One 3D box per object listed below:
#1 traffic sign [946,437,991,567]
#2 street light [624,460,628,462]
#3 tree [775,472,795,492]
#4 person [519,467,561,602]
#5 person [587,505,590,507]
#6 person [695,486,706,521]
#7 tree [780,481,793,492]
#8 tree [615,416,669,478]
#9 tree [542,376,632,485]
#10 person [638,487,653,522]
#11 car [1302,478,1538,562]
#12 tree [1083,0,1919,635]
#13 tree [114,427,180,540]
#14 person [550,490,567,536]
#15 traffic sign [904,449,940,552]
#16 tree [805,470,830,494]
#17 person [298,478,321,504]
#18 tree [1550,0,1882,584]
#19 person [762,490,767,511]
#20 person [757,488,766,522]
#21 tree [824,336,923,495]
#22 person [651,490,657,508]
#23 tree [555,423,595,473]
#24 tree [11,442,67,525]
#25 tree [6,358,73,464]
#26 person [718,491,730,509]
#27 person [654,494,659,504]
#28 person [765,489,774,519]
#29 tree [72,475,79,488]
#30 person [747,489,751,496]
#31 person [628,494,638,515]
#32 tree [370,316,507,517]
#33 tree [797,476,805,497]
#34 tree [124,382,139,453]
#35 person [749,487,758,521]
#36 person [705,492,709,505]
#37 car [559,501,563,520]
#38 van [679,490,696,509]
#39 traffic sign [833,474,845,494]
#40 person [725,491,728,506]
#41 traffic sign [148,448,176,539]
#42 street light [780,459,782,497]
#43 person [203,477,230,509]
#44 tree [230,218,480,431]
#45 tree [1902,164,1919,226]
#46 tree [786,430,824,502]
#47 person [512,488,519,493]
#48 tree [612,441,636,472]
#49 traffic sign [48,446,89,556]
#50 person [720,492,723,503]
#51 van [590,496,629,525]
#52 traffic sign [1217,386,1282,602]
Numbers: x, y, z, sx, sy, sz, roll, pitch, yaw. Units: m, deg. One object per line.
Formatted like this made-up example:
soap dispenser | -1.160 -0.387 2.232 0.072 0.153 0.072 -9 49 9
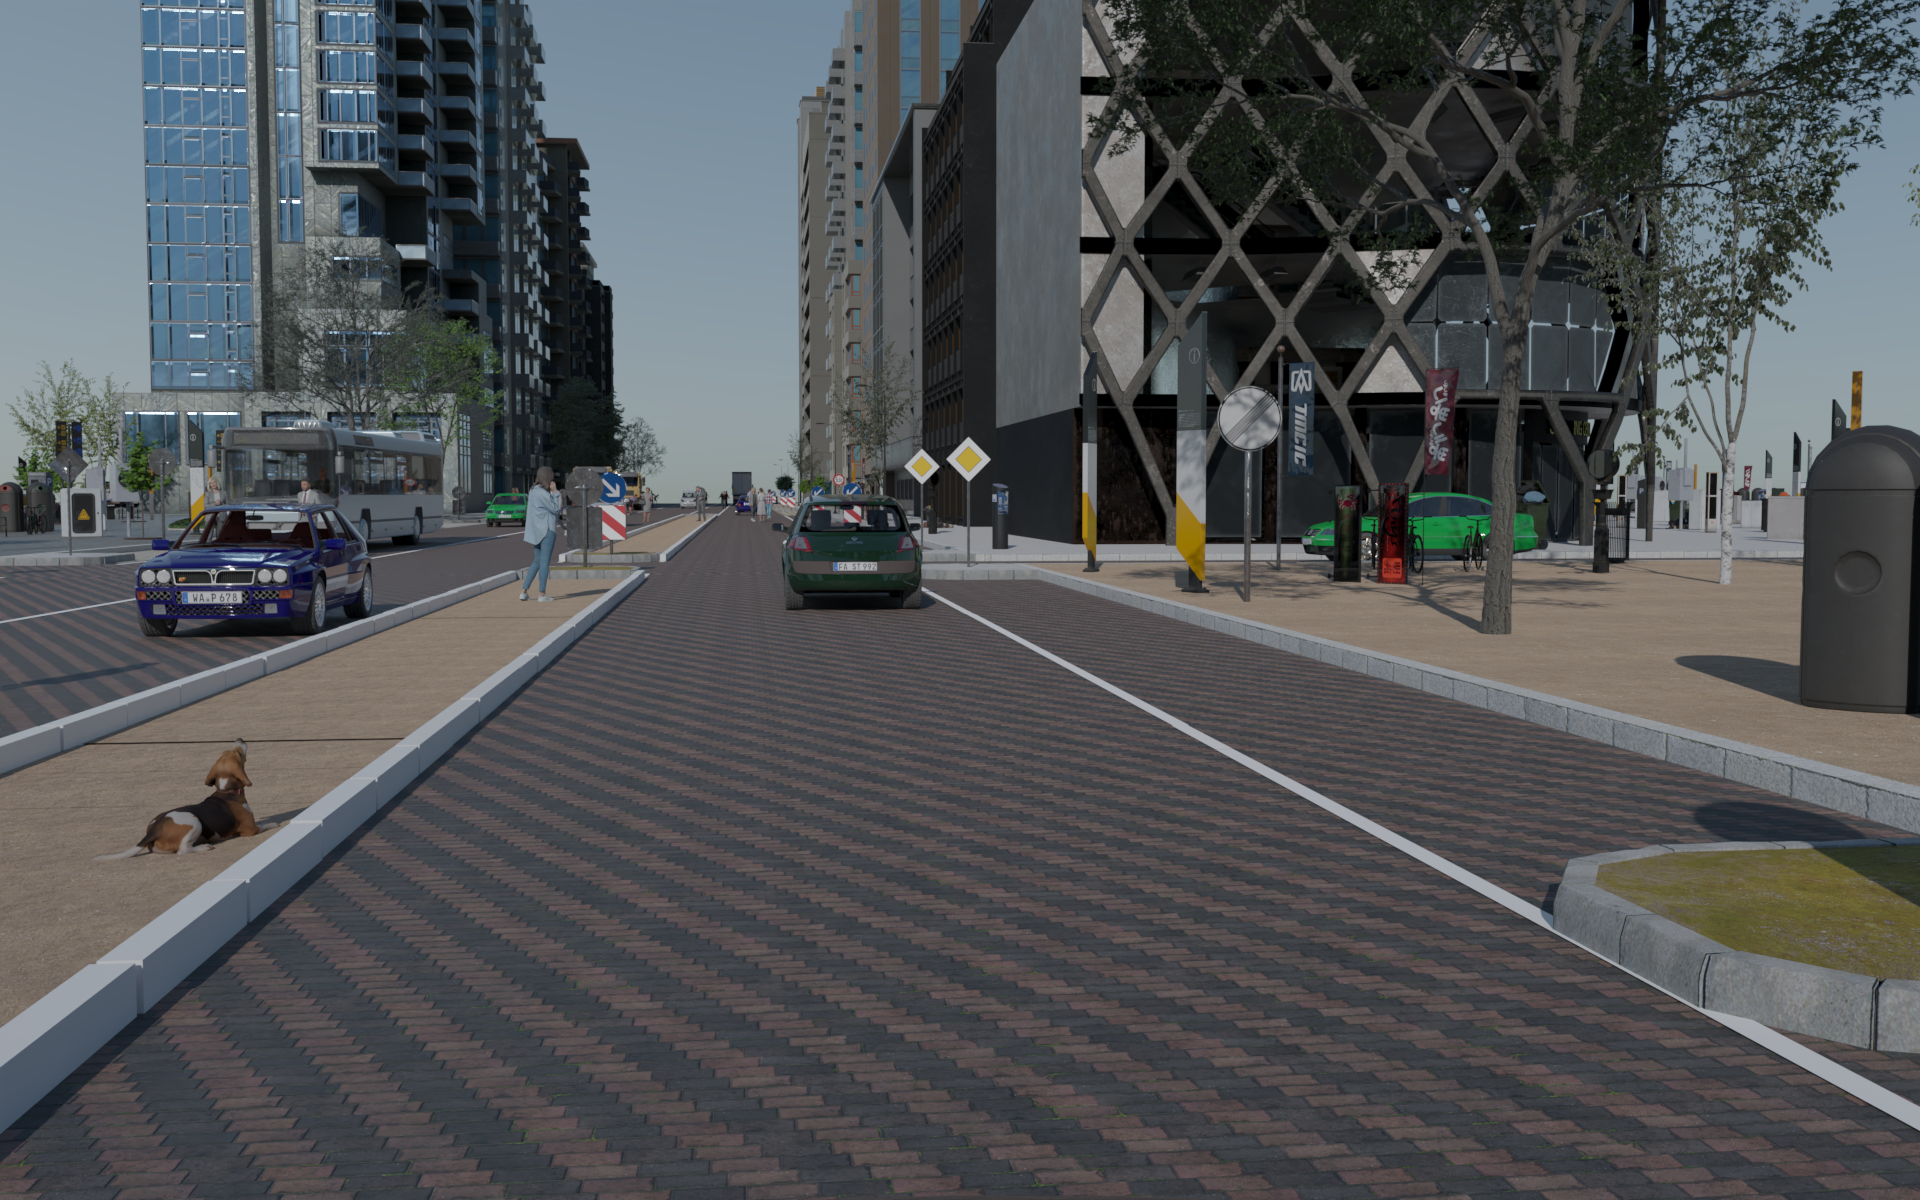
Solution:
traffic sign | 0.147 -1.632 30.333 0.795 2.450 0.064 0 4 -7
street light | -44.645 -15.946 233.251 1.470 5.913 1.316 0 4 -7
tree | -26.458 -17.038 262.286 4.285 4.588 4.351 0 3 0
person | -5.579 -0.869 22.969 0.793 1.790 0.793 1 4 20
person | -15.707 -3.926 72.706 0.654 1.822 0.581 0 4 -7
person | -13.521 -5.010 90.217 0.655 1.846 0.447 1 4 20
tree | -25.385 -15.712 251.489 1.663 3.219 1.824 0 3 0
tree | -50.177 -21.890 268.273 12.009 13.543 11.850 0 3 0
tree | -39.838 -17.017 184.877 9.857 13.997 8.962 0 3 0
person | -15.984 -4.842 88.029 0.716 1.782 0.532 0 4 -6
car | 9.380 -1.634 35.513 4.718 1.807 1.959 0 4 -7
tree | 4.759 -4.948 15.310 8.767 10.594 7.601 2 4 25
tree | -23.128 -3.312 48.759 1.663 3.219 1.824 0 3 0
person | -13.868 -3.129 59.501 0.661 1.843 0.795 3 5 44
traffic sign | -0.843 -2.117 38.257 0.795 2.450 0.064 0 4 -7
tree | -11.145 -8.819 138.791 1.663 3.219 1.824 0 3 0
person | -14.268 -1.785 37.953 0.678 1.792 0.850 1 4 13
tree | 10.855 -4.546 24.687 4.360 8.622 3.978 0 3 0
person | -16.236 -8.255 143.914 0.683 1.767 0.568 -2 4 -31
person | -10.095 -4.821 87.889 0.480 1.755 0.524 -2 4 -32
tree | -3.858 -7.909 79.667 4.360 8.622 3.978 0 3 0
person | -32.385 -10.600 181.890 1.350 1.814 0.705 -1 4 -14
tree | -38.955 -13.810 176.147 4.360 8.622 3.978 0 3 0
tree | -34.578 -4.289 64.722 1.663 3.219 1.824 0 3 0
tree | -48.262 -8.702 92.644 4.737 8.622 4.395 0 3 0
person | -22.499 -9.528 165.102 1.217 1.723 0.721 1 4 10
person | -42.637 -14.174 243.437 0.799 1.438 0.628 -1 4 -9
person | -11.210 -5.641 101.574 0.563 1.720 0.643 2 4 24
tree | -37.817 -4.794 72.987 1.663 3.219 1.824 0 3 0
person | -16.534 -7.814 136.123 0.709 1.838 0.599 -3 4 -36
person | -22.614 -6.599 119.632 0.697 1.427 0.421 -1 4 -15
tree | -29.436 -10.518 97.727 9.928 11.665 9.643 0 3 0
tree | -16.350 -11.547 183.387 1.663 3.219 1.824 0 3 0
tree | -51.914 -9.441 104.730 4.737 8.622 4.395 0 3 0
person | -10.746 -5.016 90.690 0.709 1.800 0.728 -2 4 -29
person | -34.789 -13.945 237.188 1.217 1.739 0.721 2 4 33
car | -23.017 -5.292 96.122 1.945 1.707 3.694 -1 4 -8
van | -26.620 -9.995 170.431 2.013 2.044 4.112 0 4 -6
traffic sign | -7.587 -6.632 108.547 0.768 2.556 0.104 0 4 -6
person | -28.130 -12.226 208.332 0.705 1.831 1.348 -3 4 -36
traffic sign | -21.929 -2.907 47.631 0.768 2.556 0.104 0 4 0
street light | -23.591 -15.885 232.258 1.470 5.913 1.316 0 4 -7
person | -15.943 -1.743 37.180 0.537 1.800 0.526 -2 4 -24
tree | -26.857 -10.212 77.341 12.009 13.543 11.850 0 3 0
tree | 15.548 -4.478 23.576 4.737 8.622 4.395 0 3 0
tree | -17.679 -15.005 195.691 4.360 8.622 3.978 0 3 0
person | -26.945 -5.906 105.038 0.573 1.828 0.580 0 4 8
tree | -43.673 -16.567 221.227 4.737 8.622 4.395 0 3 0
traffic sign | -18.553 -1.984 36.074 0.795 2.450 0.064 0 4 -7
person | -36.882 -15.910 268.656 1.348 1.821 0.705 3 5 41
van | -15.869 -4.333 77.853 2.013 2.044 4.112 -1 4 -9
traffic sign | 3.416 -1.250 20.537 0.768 2.556 0.104 0 4 -3
